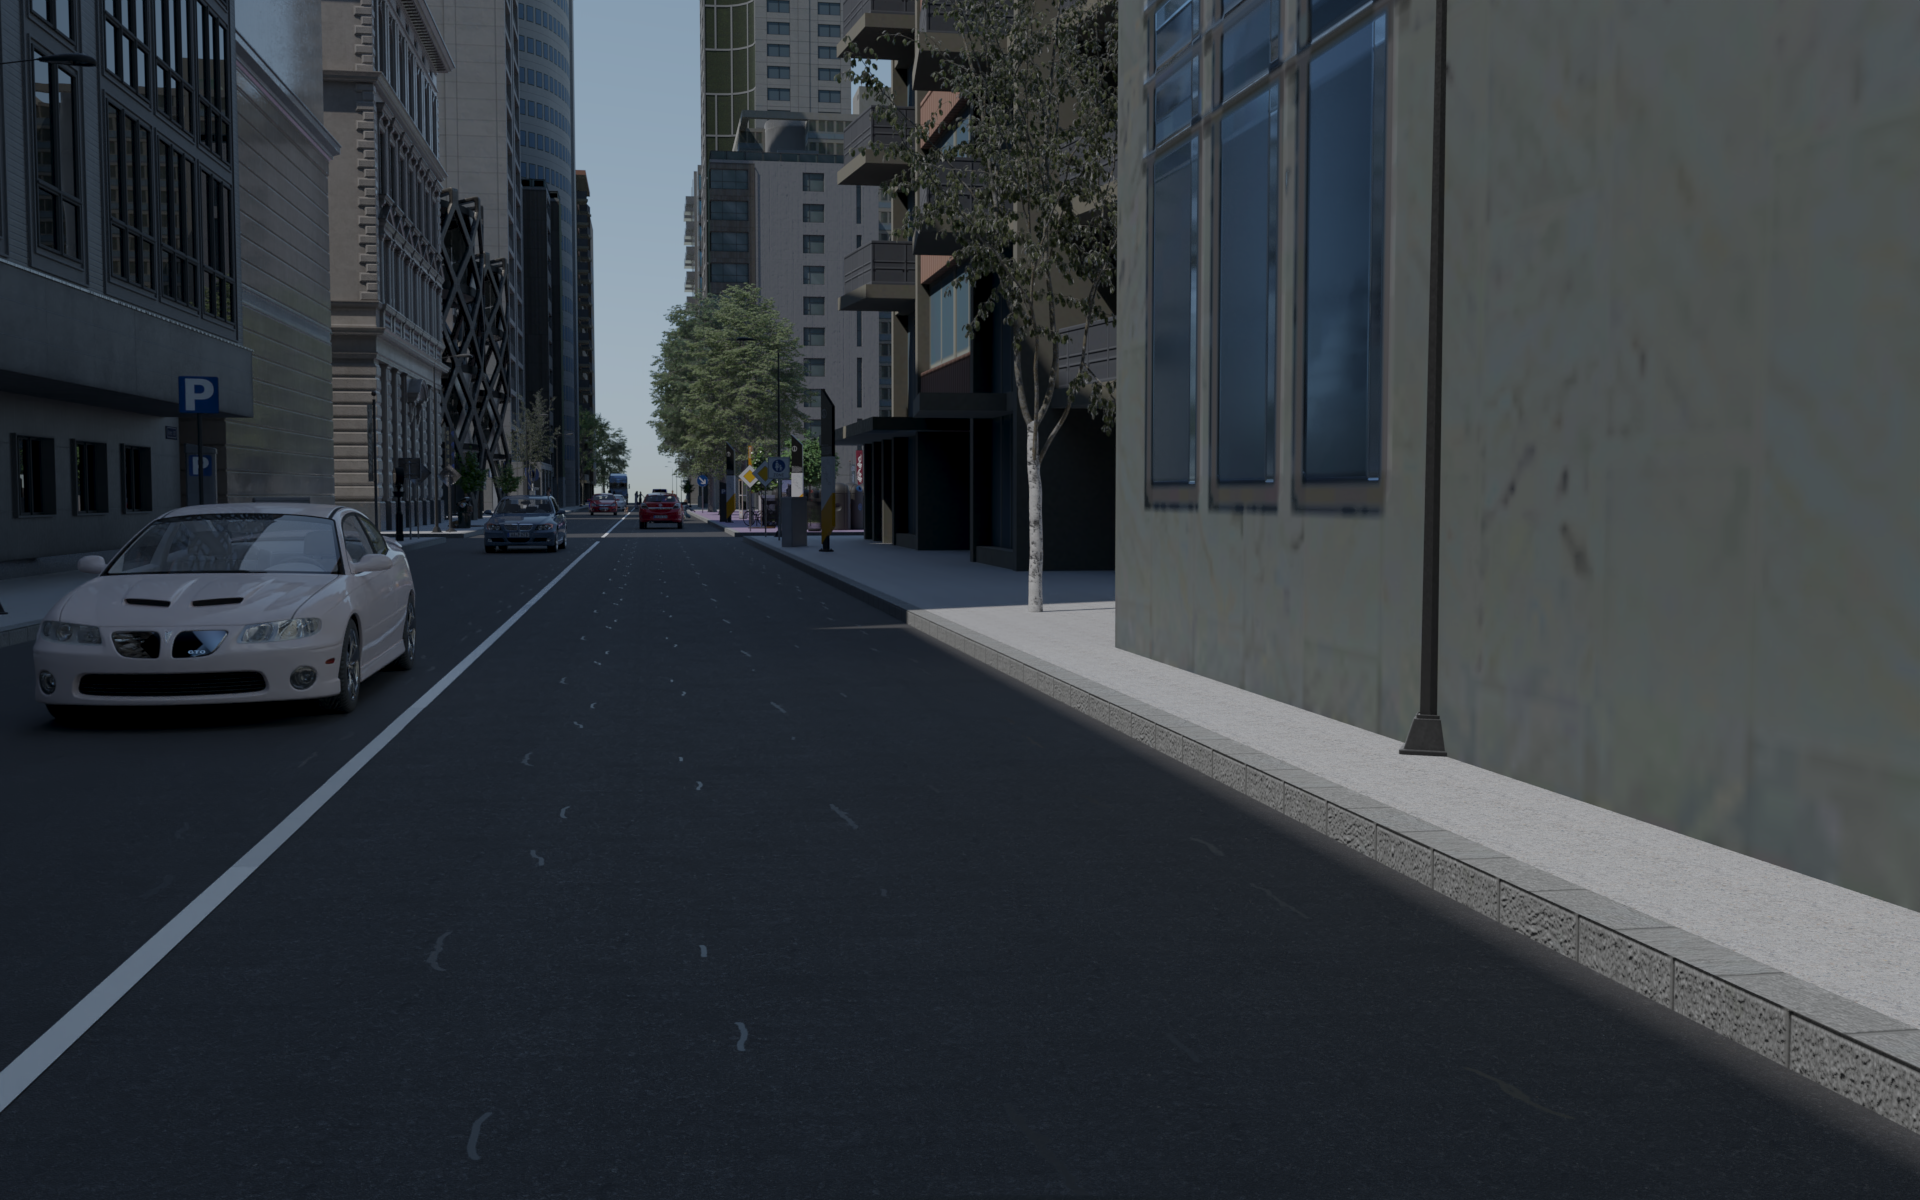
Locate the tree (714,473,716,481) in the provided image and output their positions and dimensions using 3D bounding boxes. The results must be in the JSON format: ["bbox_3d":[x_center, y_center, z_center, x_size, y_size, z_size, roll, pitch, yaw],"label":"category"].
[{"bbox_3d":[-19.478,-11.434,137.312,4.737,8.622,4.395,0,3,0],"label":"tree"}]

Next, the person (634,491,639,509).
[{"bbox_3d":[-31.483,-9.755,168.660,0.551,1.740,0.621,3,5,39],"label":"person"}]

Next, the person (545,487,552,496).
[{"bbox_3d":[-21.691,-5.054,91.234,0.778,1.811,0.616,-1,4,-19],"label":"person"}]

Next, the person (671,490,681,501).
[{"bbox_3d":[-22.420,-7.707,135.226,1.217,1.735,0.721,-1,4,-18],"label":"person"}]

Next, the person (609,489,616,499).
[{"bbox_3d":[-29.323,-8.348,145.005,1.348,1.822,0.705,-3,5,-44],"label":"person"}]

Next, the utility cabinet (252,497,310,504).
[{"bbox_3d":[-13.176,-1.375,33.651,1.020,1.237,0.306,-2,4,-30],"label":"utility cabinet"}]

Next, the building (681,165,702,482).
[{"bbox_3d":[-28.915,-38.767,253.453,23.786,49.044,30.456,-1,4,-10],"label":"building"}]

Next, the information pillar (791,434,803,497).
[{"bbox_3d":[-6.397,-4.688,67.997,0.504,3.616,0.183,1,4,19],"label":"information pillar"}]

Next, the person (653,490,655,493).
[{"bbox_3d":[-25.084,-8.147,142.227,1.217,1.766,0.721,-2,4,-26],"label":"person"}]

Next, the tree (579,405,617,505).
[{"bbox_3d":[-43.832,-16.812,200.629,9.928,11.665,9.643,0,3,0],"label":"tree"}]

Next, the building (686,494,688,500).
[{"bbox_3d":[-28.372,-36.066,281.556,32.217,40.220,23.993,-1,4,-10],"label":"building"}]

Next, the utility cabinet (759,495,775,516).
[{"bbox_3d":[-11.477,-5.608,102.856,0.306,1.237,1.020,3,5,44],"label":"utility cabinet"}]

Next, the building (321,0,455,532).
[{"bbox_3d":[-25.954,-14.514,66.188,11.050,23.489,19.941,-1,4,-10],"label":"building"}]

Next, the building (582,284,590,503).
[{"bbox_3d":[-65.190,-38.353,250.767,21.300,48.544,21.600,-1,4,-10],"label":"building"}]

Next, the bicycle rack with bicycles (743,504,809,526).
[{"bbox_3d":[-7.284,-3.441,69.640,2.925,0.926,2.852,-1,4,-20],"label":"bicycle rack with bicycles"}]

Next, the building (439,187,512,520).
[{"bbox_3d":[-36.268,-14.580,105.843,16.820,18.784,16.811,-1,4,-10],"label":"building"}]

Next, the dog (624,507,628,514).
[{"bbox_3d":[-23.739,-6.362,123.309,0.540,0.507,0.406,1,4,22],"label":"dog"}]

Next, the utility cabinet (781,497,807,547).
[{"bbox_3d":[-4.054,-1.907,42.337,0.306,1.237,1.020,1,4,16],"label":"utility cabinet"}]

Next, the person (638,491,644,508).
[{"bbox_3d":[-34.089,-10.715,184.482,1.217,1.735,0.721,2,4,26],"label":"person"}]

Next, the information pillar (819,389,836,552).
[{"bbox_3d":[-2.926,-2.874,38.341,0.183,3.616,0.504,-3,4,-36],"label":"information pillar"}]

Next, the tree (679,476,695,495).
[{"bbox_3d":[-28.523,-11.417,181.264,1.663,3.219,1.824,0,3,0],"label":"tree"}]

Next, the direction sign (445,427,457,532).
[{"bbox_3d":[-17.302,-4.085,58.792,0.379,3.537,0.876,0,4,2],"label":"direction sign"}]

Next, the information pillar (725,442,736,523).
[{"bbox_3d":[-10.254,-5.264,77.415,0.504,3.616,0.183,2,4,35],"label":"information pillar"}]

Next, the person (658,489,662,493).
[{"bbox_3d":[-24.259,-8.072,140.114,1.348,1.869,0.705,0,4,2],"label":"person"}]

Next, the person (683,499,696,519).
[{"bbox_3d":[-15.633,-5.161,98.383,1.012,1.151,0.738,2,4,25],"label":"person"}]

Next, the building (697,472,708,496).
[{"bbox_3d":[-15.412,-21.462,195.946,27.650,21.520,28.899,-1,4,-10],"label":"building"}]

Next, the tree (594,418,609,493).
[{"bbox_3d":[-59.002,-23.233,286.512,9.857,13.997,8.962,0,3,0],"label":"tree"}]

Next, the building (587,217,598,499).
[{"bbox_3d":[-64.025,-37.866,269.223,14.600,45.320,14.200,-1,4,-10],"label":"building"}]

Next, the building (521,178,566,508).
[{"bbox_3d":[-43.499,-23.574,157.136,14.160,30.474,14.107,-1,4,-10],"label":"building"}]

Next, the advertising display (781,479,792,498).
[{"bbox_3d":[-7.282,-4.226,74.314,0.974,1.923,0.123,-3,4,-37],"label":"advertising display"}]

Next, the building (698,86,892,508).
[{"bbox_3d":[-9.391,-29.213,169.508,32.217,40.220,23.993,-1,4,-10],"label":"building"}]

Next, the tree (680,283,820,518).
[{"bbox_3d":[-11.293,-10.728,93.531,7.486,12.596,7.792,0,3,0],"label":"tree"}]

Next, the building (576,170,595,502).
[{"bbox_3d":[-59.503,-34.966,226.311,22.147,44.769,28.867,-1,4,-10],"label":"building"}]

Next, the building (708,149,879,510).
[{"bbox_3d":[-14.653,-23.107,149.495,14.160,30.474,14.107,-1,4,-10],"label":"building"}]

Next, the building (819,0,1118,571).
[{"bbox_3d":[8.941,-23.401,37.223,22.147,44.769,28.867,-1,4,-10],"label":"building"}]

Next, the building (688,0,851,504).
[{"bbox_3d":[-25.550,-48.271,227.488,20.563,71.187,20.611,-1,4,-10],"label":"building"}]

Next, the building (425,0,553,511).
[{"bbox_3d":[-43.740,-42.813,138.249,20.563,71.187,20.611,-1,4,-10],"label":"building"}]

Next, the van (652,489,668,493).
[{"bbox_3d":[-34.974,-12.083,201.936,2.240,2.365,5.245,-1,4,-9],"label":"van"}]

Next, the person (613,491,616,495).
[{"bbox_3d":[-31.689,-9.152,158.953,1.217,1.723,0.721,1,4,14],"label":"person"}]

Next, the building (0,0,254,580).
[{"bbox_3d":[-19.070,-13.952,21.622,14.314,27.812,24.014,-1,4,-10],"label":"building"}]

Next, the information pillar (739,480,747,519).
[{"bbox_3d":[-11.112,-5.150,88.688,0.304,2.012,0.304,-3,5,-44],"label":"information pillar"}]

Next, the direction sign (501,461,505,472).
[{"bbox_3d":[-30.876,-7.659,117.225,0.379,3.537,0.876,-2,4,-34],"label":"direction sign"}]

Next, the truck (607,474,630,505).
[{"bbox_3d":[-46.246,-14.970,234.524,2.967,4.110,18.799,-1,4,-11],"label":"truck"}]

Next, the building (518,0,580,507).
[{"bbox_3d":[-50.392,-38.808,176.505,21.231,58.520,28.212,-1,4,-10],"label":"building"}]

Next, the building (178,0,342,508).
[{"bbox_3d":[-25.910,-15.538,39.954,20.117,28.700,13.634,-1,4,-10],"label":"building"}]

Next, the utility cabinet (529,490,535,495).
[{"bbox_3d":[-25.333,-5.743,102.570,0.318,1.500,1.173,-1,4,-12],"label":"utility cabinet"}]
